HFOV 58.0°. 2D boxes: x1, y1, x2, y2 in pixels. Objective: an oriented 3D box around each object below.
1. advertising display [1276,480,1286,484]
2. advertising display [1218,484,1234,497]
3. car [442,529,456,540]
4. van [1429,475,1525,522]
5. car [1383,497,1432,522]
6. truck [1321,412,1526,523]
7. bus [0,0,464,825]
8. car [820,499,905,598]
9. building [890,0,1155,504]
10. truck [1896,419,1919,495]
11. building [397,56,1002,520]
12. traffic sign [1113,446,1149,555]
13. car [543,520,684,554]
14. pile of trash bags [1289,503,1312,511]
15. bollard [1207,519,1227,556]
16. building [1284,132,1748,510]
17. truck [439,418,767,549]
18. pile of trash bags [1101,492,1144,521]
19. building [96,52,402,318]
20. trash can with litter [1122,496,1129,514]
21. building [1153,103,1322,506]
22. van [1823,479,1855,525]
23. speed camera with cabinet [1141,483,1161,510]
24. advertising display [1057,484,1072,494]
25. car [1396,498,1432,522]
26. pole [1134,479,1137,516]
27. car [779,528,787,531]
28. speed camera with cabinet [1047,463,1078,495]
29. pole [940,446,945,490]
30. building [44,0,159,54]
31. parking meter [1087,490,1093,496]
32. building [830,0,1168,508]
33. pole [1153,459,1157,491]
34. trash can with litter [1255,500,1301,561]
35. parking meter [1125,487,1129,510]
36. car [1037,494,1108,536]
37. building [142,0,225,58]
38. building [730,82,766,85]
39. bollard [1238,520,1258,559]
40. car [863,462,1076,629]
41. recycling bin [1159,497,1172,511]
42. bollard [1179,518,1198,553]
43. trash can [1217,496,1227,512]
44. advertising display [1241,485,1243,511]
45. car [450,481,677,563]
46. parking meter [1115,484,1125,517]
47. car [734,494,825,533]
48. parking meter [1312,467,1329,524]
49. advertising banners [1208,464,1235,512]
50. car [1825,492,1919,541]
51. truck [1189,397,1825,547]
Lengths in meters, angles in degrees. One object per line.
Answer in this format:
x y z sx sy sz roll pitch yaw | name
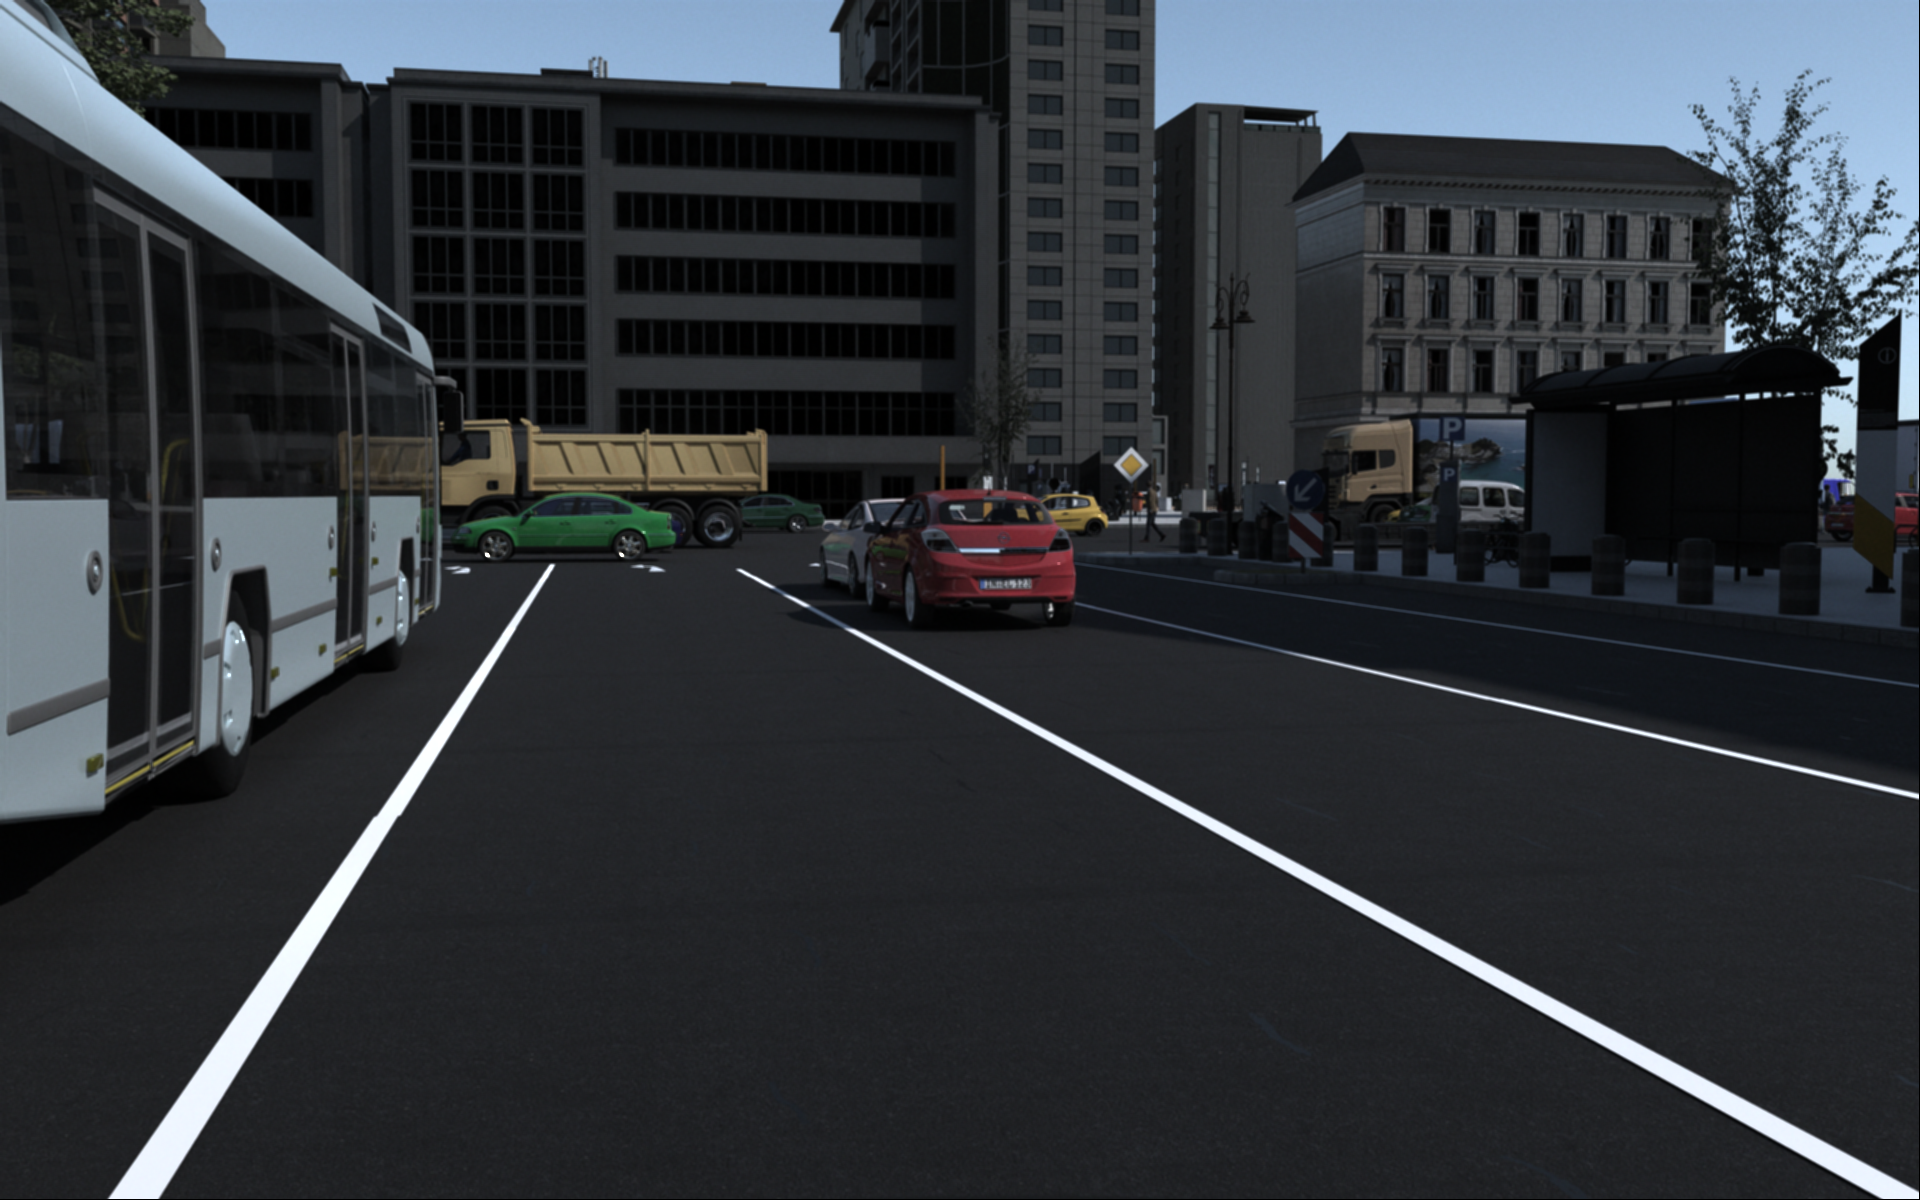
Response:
14.905 -4.600 80.424 0.123 1.923 0.974 2 4 32 | advertising display
16.296 -6.182 106.294 0.974 1.923 0.123 2 4 23 | advertising display
-14.567 -2.258 48.929 4.499 1.417 2.014 -1 4 -14 | car
16.244 -2.751 51.997 4.112 2.044 2.013 -1 4 -11 | van
16.131 -2.915 57.876 3.980 1.641 2.015 -1 4 -13 | car
17.675 -4.400 60.858 11.283 4.237 2.839 -1 4 -10 | truck
-5.238 -0.991 11.060 2.948 3.499 13.247 -1 4 -11 | bus
-0.895 -0.794 25.336 2.083 1.381 4.827 -1 4 -13 | car
3.639 -43.384 147.572 20.563 71.187 20.611 -1 4 -12 | building
41.150 -4.802 67.434 11.283 4.237 2.839 -1 4 -12 | truck
-13.805 -16.498 88.808 30.058 24.678 14.314 -1 4 -12 | building
3.585 -2.003 36.390 0.795 2.450 0.064 -1 4 -12 | traffic sign
-8.735 -1.820 42.333 3.894 1.354 1.945 -1 4 -13 | car
15.722 -4.563 84.359 3.447 1.369 1.912 2 4 28 | pile of trash bags
5.331 -1.295 35.898 0.404 0.777 0.398 0 3 0 | bollard
21.205 -14.870 94.035 40.483 20.767 10.553 -1 4 -12 | building
-10.115 -3.051 45.812 9.791 3.379 3.469 -1 4 -13 | truck
7.225 -4.467 82.794 3.447 1.369 1.912 2 4 32 | pile of trash bags
-43.278 -16.106 82.406 30.058 24.678 14.314 -1 4 -12 | building
10.511 -6.146 111.867 0.624 1.170 1.055 1 4 22 | trash can with litter
29.371 -30.704 185.601 14.086 41.232 14.154 -1 4 -12 | building
32.558 -3.796 66.447 5.245 2.365 2.240 -1 4 -11 | van
15.093 -8.842 138.900 2.038 3.252 0.660 -2 4 -28 | speed camera with cabinet
6.395 -6.180 106.254 0.974 1.923 0.123 2 4 30 | advertising display
16.457 -2.670 55.457 4.920 1.459 2.131 -1 4 -12 | car
10.223 -6.545 100.856 0.158 3.312 0.155 0 3 0 | pole
-8.153 -3.451 68.424 4.499 1.417 2.014 -1 4 -12 | car
6.431 -6.999 108.771 2.038 3.252 0.660 3 4 38 | speed camera with cabinet
-0.748 -4.840 72.974 0.158 3.312 0.155 0 3 0 | pole
-75.440 -29.333 134.213 22.147 44.769 28.867 -1 4 -12 | building
7.802 -5.848 104.018 0.372 1.533 0.369 0 3 0 | parking meter
3.171 -35.677 172.559 28.713 52.752 27.495 -1 4 -12 | building
11.247 -6.492 99.984 0.158 3.312 0.155 0 3 0 | pole
6.207 -1.341 33.316 1.055 1.170 0.624 1 4 17 | trash can with litter
13.073 -8.001 136.533 0.399 1.863 0.255 -1 4 -18 | parking meter
3.033 -2.989 59.093 3.980 1.641 2.015 -1 4 -12 | car
-80.086 -32.701 158.368 21.600 48.544 21.300 -1 4 -12 | building
-40.396 -43.247 249.085 28.212 58.520 21.231 -1 4 -12 | building
5.692 -1.189 34.161 0.404 0.777 0.398 0 3 0 | bollard
0.018 -0.675 20.070 2.155 1.783 4.494 -1 4 -12 | car
15.201 -7.079 128.289 0.722 1.027 0.722 3 5 40 | recycling bin
4.969 -1.402 37.646 0.404 0.777 0.398 0 3 0 | bollard
15.797 -5.638 103.830 0.748 1.137 0.748 0 3 0 | trash can
19.448 -6.941 118.704 0.123 1.923 0.974 0 4 -5 | advertising display
-8.455 -1.729 37.072 4.718 1.807 1.959 -1 4 -11 | car
9.045 -5.709 99.052 0.255 1.863 0.399 3 5 40 | parking meter
-7.504 -3.221 64.460 4.920 1.459 2.131 -1 4 -11 | car
7.662 -1.910 36.937 0.399 1.863 0.255 1 4 12 | parking meter
15.306 -6.440 101.475 0.090 3.025 2.074 -3 5 -40 | advertising banners
28.525 -2.651 52.383 4.494 1.783 2.155 -1 4 -10 | car
15.640 -3.559 47.955 18.799 4.110 2.967 -1 4 -12 | truck
